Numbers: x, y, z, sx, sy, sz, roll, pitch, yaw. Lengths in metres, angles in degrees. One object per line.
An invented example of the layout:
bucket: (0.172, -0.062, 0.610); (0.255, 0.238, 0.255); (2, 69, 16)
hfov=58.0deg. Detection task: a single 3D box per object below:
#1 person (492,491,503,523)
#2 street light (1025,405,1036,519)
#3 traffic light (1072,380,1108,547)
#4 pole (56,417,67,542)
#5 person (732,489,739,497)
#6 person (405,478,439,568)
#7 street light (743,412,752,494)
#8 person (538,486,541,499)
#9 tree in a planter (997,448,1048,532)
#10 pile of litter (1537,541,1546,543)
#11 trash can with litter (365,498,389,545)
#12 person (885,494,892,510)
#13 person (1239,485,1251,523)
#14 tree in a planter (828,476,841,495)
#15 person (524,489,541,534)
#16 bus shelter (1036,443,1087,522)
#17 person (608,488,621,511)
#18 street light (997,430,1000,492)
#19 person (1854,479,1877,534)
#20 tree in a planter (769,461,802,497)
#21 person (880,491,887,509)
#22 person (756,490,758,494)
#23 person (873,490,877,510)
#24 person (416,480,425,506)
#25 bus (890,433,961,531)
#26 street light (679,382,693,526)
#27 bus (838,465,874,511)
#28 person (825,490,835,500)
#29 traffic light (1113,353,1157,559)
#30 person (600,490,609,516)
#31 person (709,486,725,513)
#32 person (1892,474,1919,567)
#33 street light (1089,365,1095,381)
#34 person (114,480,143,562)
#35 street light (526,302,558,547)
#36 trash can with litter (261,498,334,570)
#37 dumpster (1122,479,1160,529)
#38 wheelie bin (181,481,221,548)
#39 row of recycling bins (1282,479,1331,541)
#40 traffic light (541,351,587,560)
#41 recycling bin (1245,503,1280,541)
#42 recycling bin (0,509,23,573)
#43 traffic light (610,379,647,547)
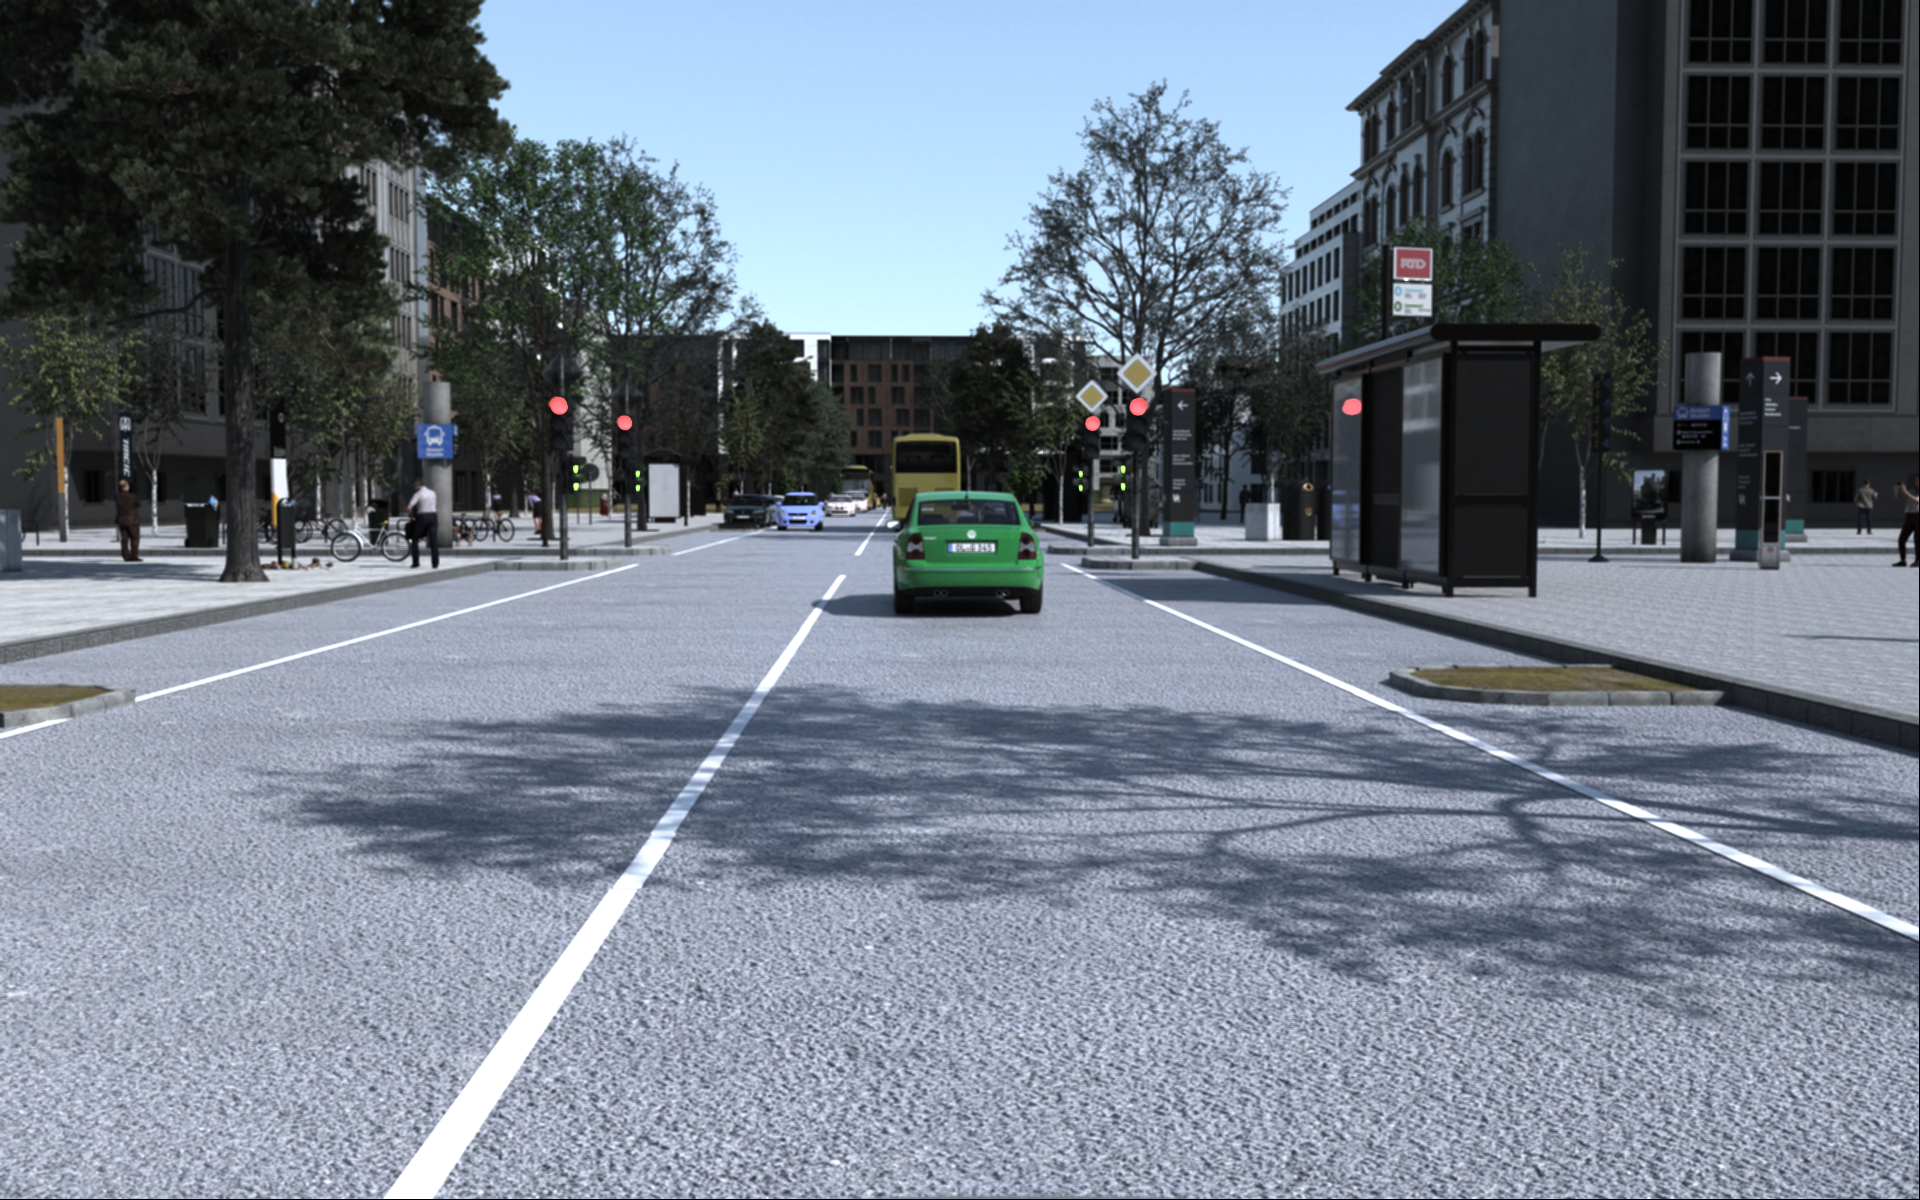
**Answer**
person: (-20.253, -4.067, 75.766); (0.421, 1.427, 0.697); (-2, 4, -26)
street light: (3.625, -7.094, 88.771); (0.468, 5.910, 1.993); (0, 4, -2)
traffic light: (3.167, -3.231, 42.064); (0.839, 4.213, 0.868); (0, 4, -2)
pole: (-23.976, -3.203, 46.208); (0.158, 3.312, 0.155); (0, 3, 0)
person: (-18.838, -8.506, 146.061); (0.756, 1.711, 0.436); (3, 4, 36)
person: (-9.333, -1.330, 29.994); (0.590, 1.554, 0.614); (3, 4, 38)
street light: (-11.966, -7.640, 97.702); (0.468, 5.910, 1.993); (0, 4, -2)
person: (-14.326, -3.137, 59.608); (0.388, 1.546, 0.482); (-2, 4, -35)
tree in a planter: (2.343, -4.251, 66.732); (1.991, 3.239, 1.994); (0, 4, -2)
pile of litter: (14.638, -1.935, 45.598); (1.719, 0.858, 1.176); (0, 4, -5)
trash can with litter: (-14.819, -1.988, 43.887); (0.624, 1.170, 1.055); (-2, 4, -26)
person: (-6.194, -8.694, 153.914); (1.065, 1.426, 0.557); (0, 4, -6)
person: (12.794, -4.327, 77.712); (0.541, 1.710, 0.530); (0, 4, 8)
tree in a planter: (-12.206, -10.614, 170.761); (1.991, 3.239, 1.994); (0, 4, -2)
person: (-13.550, -2.806, 55.159); (0.697, 1.427, 0.421); (1, 4, 17)
bus shelter: (4.705, -5.550, 82.027); (1.731, 3.624, 6.357); (0, 4, -2)
person: (-25.715, -7.452, 128.676); (1.217, 1.735, 0.721); (1, 4, 22)
street light: (2.535, -8.813, 116.881); (0.468, 5.910, 1.993); (0, 4, -2)
person: (28.975, -2.986, 55.400); (0.617, 1.759, 0.750); (2, 4, 34)
tree in a planter: (-9.539, -5.919, 94.002); (1.991, 3.239, 1.994); (0, 4, -2)
person: (-7.288, -9.553, 165.406); (0.721, 1.736, 1.217); (2, 4, 28)
person: (-22.538, -11.301, 191.341); (0.721, 1.766, 1.217); (0, 4, 8)
person: (-8.018, -9.325, 160.978); (0.705, 1.823, 1.348); (2, 4, 31)
person: (-18.277, -3.201, 58.929); (0.434, 1.755, 0.990); (1, 4, 12)
bus: (-1.416, -4.756, 69.307); (2.896, 3.916, 12.252); (0, 4, -2)
street light: (-11.094, -5.941, 69.926); (0.468, 5.910, 1.993); (0, 4, -2)
bus: (-8.969, -9.802, 151.816); (2.896, 3.916, 12.252); (0, 4, -1)
person: (-12.089, -9.482, 163.521); (1.348, 1.826, 0.705); (-2, 4, -35)
traffic light: (3.445, -2.742, 34.084); (0.839, 4.213, 0.868); (0, 4, -2)
person: (-20.666, -5.633, 100.609); (0.523, 1.526, 0.387); (-1, 4, -8)
person: (-16.748, -6.957, 119.887); (1.348, 1.812, 0.705); (2, 4, 28)
person: (16.725, -1.404, 30.465); (0.566, 1.644, 0.517); (2, 4, 25)
street light: (4.613, -5.381, 60.759); (0.468, 5.910, 1.993); (0, 4, -2)
person: (-15.802, -1.503, 32.882); (0.482, 1.546, 0.388); (0, 4, 7)
street light: (-10.060, -4.223, 41.831); (0.468, 5.910, 1.993); (0, 4, -2)
trash can with litter: (-11.487, -1.174, 30.251); (1.678, 1.210, 2.233); (0, 4, 4)
dumpster: (6.779, -3.610, 64.775); (1.264, 1.857, 1.865); (0, 4, -2)
wheelie bin: (-18.080, -2.041, 41.283); (0.980, 1.594, 0.693); (0, 4, 5)
row of recycling bins: (10.732, -2.504, 48.054); (3.534, 1.692, 1.069); (0, 4, 0)
traffic light: (-7.709, -2.718, 33.680); (0.839, 4.213, 0.868); (0, 4, -2)
recycling bin: (8.294, -2.135, 47.467); (0.722, 1.027, 0.722); (3, 4, 37)
recycling bin: (-16.008, -0.977, 28.528); (0.722, 1.027, 0.722); (1, 4, 11)
traffic light: (-7.987, -3.206, 41.660); (0.839, 4.213, 0.868); (0, 4, -2)
